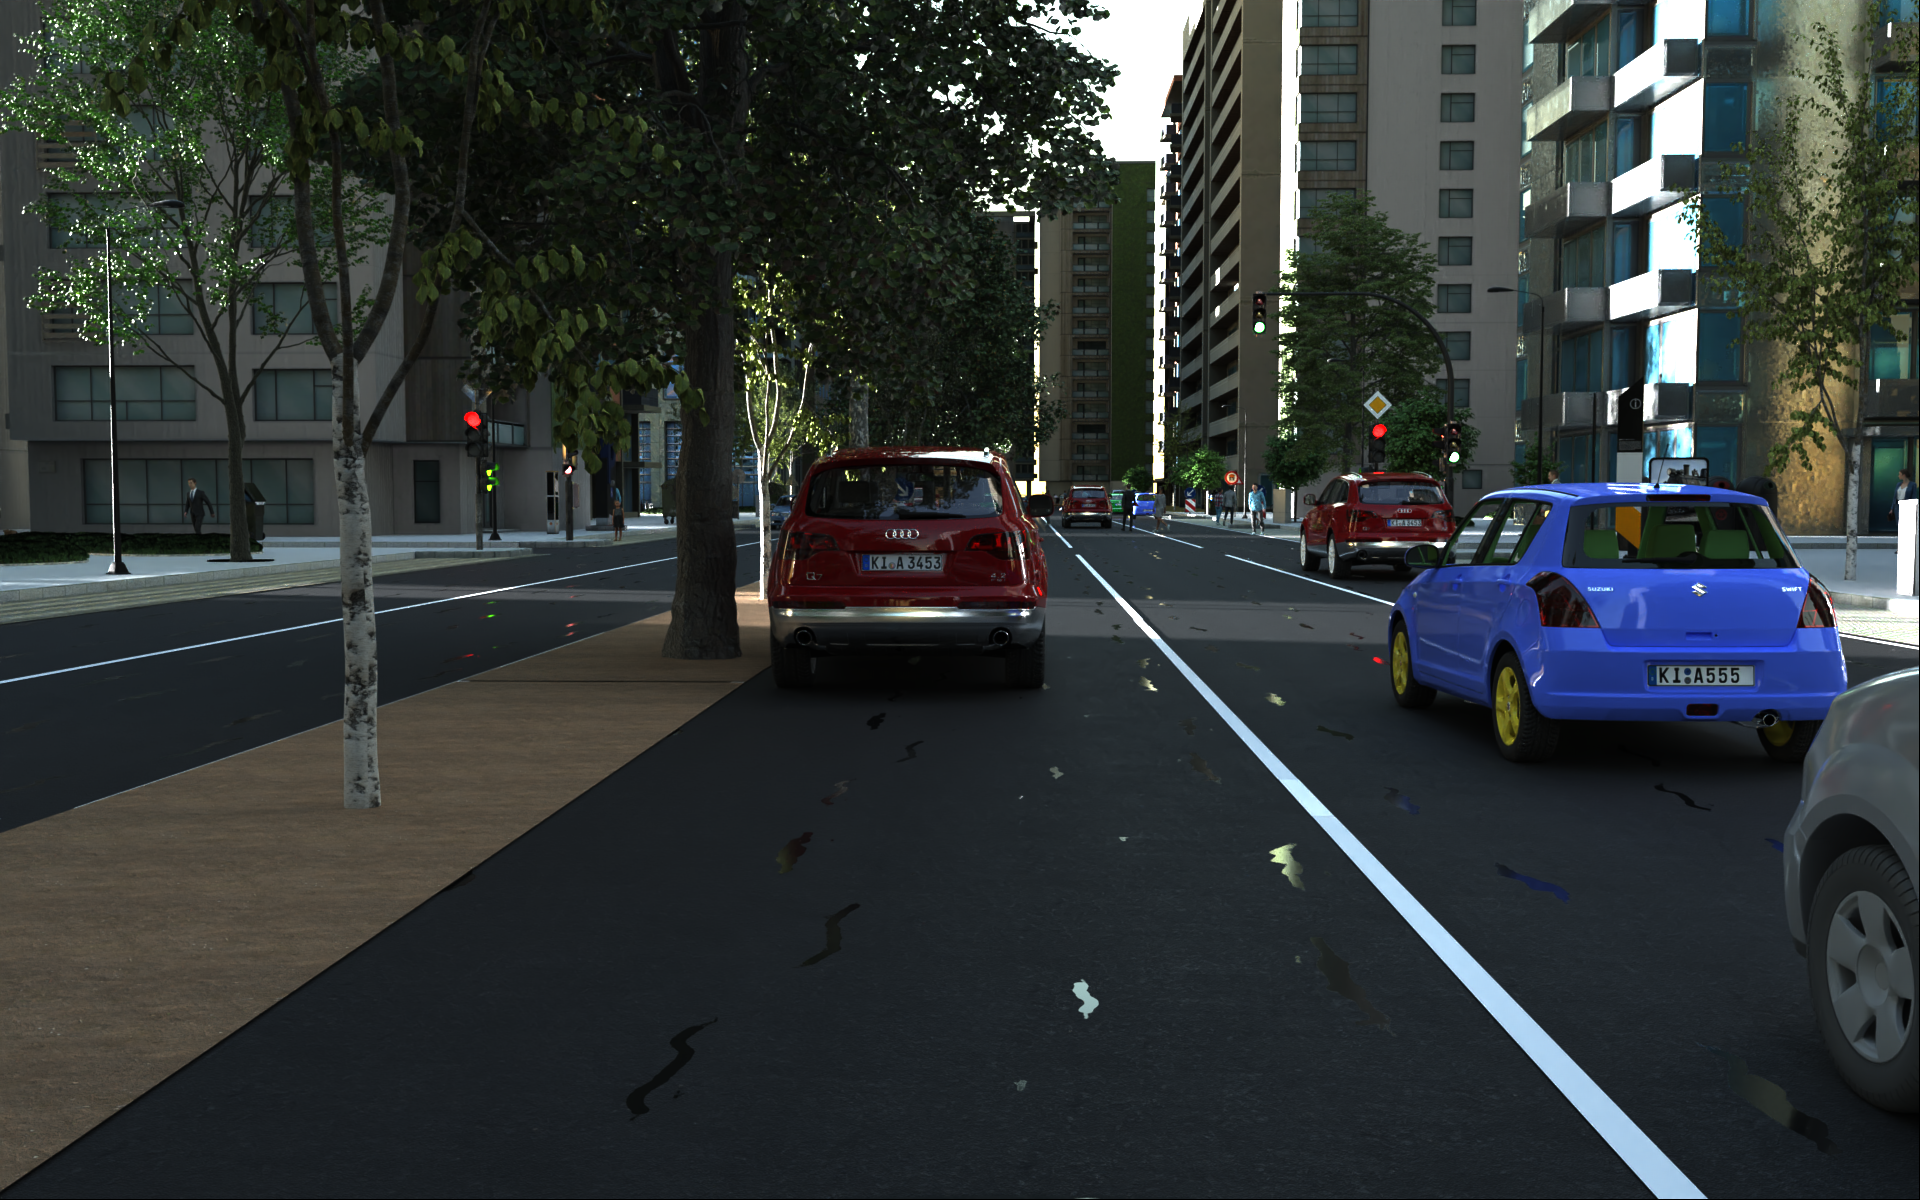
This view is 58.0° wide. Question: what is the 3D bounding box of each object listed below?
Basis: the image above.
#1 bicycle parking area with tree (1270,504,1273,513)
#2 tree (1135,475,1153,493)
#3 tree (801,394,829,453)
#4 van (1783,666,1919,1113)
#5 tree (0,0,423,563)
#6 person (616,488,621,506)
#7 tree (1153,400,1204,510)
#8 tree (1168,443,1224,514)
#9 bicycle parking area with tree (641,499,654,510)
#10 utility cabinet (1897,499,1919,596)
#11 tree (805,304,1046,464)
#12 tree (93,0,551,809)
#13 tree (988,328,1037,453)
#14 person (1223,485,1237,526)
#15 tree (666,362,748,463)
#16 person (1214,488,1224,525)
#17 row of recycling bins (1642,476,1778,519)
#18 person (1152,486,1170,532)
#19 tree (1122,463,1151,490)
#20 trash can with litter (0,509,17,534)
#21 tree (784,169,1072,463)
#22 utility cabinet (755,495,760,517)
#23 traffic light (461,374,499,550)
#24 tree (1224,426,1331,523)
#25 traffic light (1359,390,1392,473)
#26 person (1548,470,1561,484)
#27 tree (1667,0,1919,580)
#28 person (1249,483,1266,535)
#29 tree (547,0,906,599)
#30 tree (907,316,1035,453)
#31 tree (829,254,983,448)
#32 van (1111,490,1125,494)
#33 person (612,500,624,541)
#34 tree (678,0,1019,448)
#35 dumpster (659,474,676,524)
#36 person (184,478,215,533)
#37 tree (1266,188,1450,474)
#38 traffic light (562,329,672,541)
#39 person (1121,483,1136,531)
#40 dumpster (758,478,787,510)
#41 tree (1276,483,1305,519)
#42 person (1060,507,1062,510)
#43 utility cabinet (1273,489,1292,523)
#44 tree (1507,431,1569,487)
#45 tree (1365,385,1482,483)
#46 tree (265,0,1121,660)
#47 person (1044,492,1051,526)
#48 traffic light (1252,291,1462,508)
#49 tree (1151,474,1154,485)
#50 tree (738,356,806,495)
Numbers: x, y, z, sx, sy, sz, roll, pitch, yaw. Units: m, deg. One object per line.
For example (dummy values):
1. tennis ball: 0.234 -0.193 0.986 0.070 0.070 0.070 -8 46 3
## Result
1. bicycle parking area with tree: 24.534 -7.751 113.734 9.016 4.147 8.231 1 4 18
2. tree: 17.896 -10.735 170.121 1.663 3.219 1.824 0 3 0
3. tree: -9.787 -10.840 127.604 4.360 8.622 3.978 0 3 0
4. van: 2.929 0.261 2.747 2.013 2.044 4.112 0 4 0
5. tree: -13.775 -6.532 32.548 9.928 11.665 9.643 0 3 0
6. person: -14.901 -4.200 74.738 0.660 1.820 0.620 1 4 9
7. tree: 17.044 -11.367 136.215 4.737 8.622 4.395 0 3 0
8. tree: 15.756 -7.763 110.634 4.285 4.588 4.351 0 3 0
9. bicycle parking area with tree: -25.045 -8.093 119.317 8.231 4.147 9.016 0 4 -3
10. utility cabinet: 12.463 -0.668 22.080 1.020 1.237 0.306 -1 4 -17
11. tree: -0.941 -7.888 65.832 8.767 10.594 7.601 0 4 2
12. tree: -2.696 -3.339 7.406 4.737 8.622 4.395 0 3 0
13. tree: 0.610 -10.716 103.414 9.928 11.665 9.643 0 3 0
14. person: 12.104 -4.249 77.815 0.661 1.843 0.795 2 4 28
15. tree: -12.349 -8.149 83.596 4.360 8.622 3.978 0 3 0
16. person: 11.782 -4.253 78.874 0.643 1.720 0.563 -2 4 -35
17. row of recycling bins: 16.687 -1.968 39.292 3.534 1.692 1.069 0 4 -2
18. person: 7.588 -3.426 65.269 0.760 1.731 0.466 2 4 28
19. tree: 18.987 -12.294 184.712 4.285 4.588 4.351 0 3 0
20. trash can with litter: -26.714 -2.248 48.146 1.055 1.170 0.624 -1 4 -17
21. tree: -1.049 -8.417 57.076 9.611 12.733 9.660 0 3 0
22. utility cabinet: -11.287 -5.307 97.925 0.306 1.237 1.020 0 4 8
23. traffic light: -11.047 -3.110 39.774 0.839 4.253 0.868 0 4 2
24. tree: 15.153 -5.794 78.441 4.285 4.588 4.351 0 3 0
25. traffic light: 11.280 -3.552 47.003 0.839 4.253 0.868 0 4 2
26. person: 12.947 -1.933 37.764 0.853 1.813 0.709 2 4 25
27. tree: 13.119 -4.610 25.730 4.737 8.622 4.395 0 3 0
28. person: 10.423 -3.185 60.596 0.660 1.820 0.620 2 4 28
29. tree: -2.604 -4.295 23.043 4.737 8.622 4.395 0 3 0
30. tree: -0.660 -9.439 74.917 7.486 12.596 7.792 0 3 0
31. tree: -1.358 -5.846 48.403 4.360 8.622 3.978 0 3 0
32. van: 15.343 -9.862 168.262 2.013 2.044 4.112 0 4 2
33. person: -10.334 -2.399 52.386 0.362 1.253 0.373 0 4 4
34. tree: -3.030 -10.620 31.980 12.611 20.169 13.585 0 3 0
35. dumpster: -11.939 -4.367 73.895 1.502 2.255 1.985 0 4 2
36. person: -19.806 -2.238 44.861 0.659 1.850 0.755 1 4 15
37. tree: 14.854 -8.982 64.975 7.486 12.596 7.792 0 3 0
38. traffic light: -8.675 -4.468 47.716 4.771 5.953 1.251 0 4 2
39. person: 6.507 -3.612 67.327 0.659 1.850 0.755 -1 4 -13
40. dumpster: -10.990 -6.054 101.471 1.502 2.255 1.985 0 4 2
41. tree: 16.885 -5.789 89.252 1.663 3.219 1.824 0 3 0
42. person: 6.466 -5.598 105.524 1.012 1.151 0.738 2 4 30
43. utility cabinet: 14.085 -4.097 75.661 0.318 1.500 1.173 -1 4 -17
44. tree: 17.543 -3.575 53.049 1.663 3.219 1.824 0 3 0
45. tree: 13.952 -4.188 52.180 4.285 4.588 4.351 0 3 0
46. tree: -2.269 -6.470 14.898 9.857 13.997 8.962 0 3 0
47. person: 3.983 -4.126 78.548 0.503 1.515 0.523 1 4 15
48. traffic light: 8.907 -3.932 38.954 4.771 5.953 1.251 0 4 2
49. tree: 17.272 -8.898 129.190 4.285 4.588 4.351 0 3 0
50. tree: -11.751 -11.211 117.705 7.601 10.594 8.767 -3 4 -36
